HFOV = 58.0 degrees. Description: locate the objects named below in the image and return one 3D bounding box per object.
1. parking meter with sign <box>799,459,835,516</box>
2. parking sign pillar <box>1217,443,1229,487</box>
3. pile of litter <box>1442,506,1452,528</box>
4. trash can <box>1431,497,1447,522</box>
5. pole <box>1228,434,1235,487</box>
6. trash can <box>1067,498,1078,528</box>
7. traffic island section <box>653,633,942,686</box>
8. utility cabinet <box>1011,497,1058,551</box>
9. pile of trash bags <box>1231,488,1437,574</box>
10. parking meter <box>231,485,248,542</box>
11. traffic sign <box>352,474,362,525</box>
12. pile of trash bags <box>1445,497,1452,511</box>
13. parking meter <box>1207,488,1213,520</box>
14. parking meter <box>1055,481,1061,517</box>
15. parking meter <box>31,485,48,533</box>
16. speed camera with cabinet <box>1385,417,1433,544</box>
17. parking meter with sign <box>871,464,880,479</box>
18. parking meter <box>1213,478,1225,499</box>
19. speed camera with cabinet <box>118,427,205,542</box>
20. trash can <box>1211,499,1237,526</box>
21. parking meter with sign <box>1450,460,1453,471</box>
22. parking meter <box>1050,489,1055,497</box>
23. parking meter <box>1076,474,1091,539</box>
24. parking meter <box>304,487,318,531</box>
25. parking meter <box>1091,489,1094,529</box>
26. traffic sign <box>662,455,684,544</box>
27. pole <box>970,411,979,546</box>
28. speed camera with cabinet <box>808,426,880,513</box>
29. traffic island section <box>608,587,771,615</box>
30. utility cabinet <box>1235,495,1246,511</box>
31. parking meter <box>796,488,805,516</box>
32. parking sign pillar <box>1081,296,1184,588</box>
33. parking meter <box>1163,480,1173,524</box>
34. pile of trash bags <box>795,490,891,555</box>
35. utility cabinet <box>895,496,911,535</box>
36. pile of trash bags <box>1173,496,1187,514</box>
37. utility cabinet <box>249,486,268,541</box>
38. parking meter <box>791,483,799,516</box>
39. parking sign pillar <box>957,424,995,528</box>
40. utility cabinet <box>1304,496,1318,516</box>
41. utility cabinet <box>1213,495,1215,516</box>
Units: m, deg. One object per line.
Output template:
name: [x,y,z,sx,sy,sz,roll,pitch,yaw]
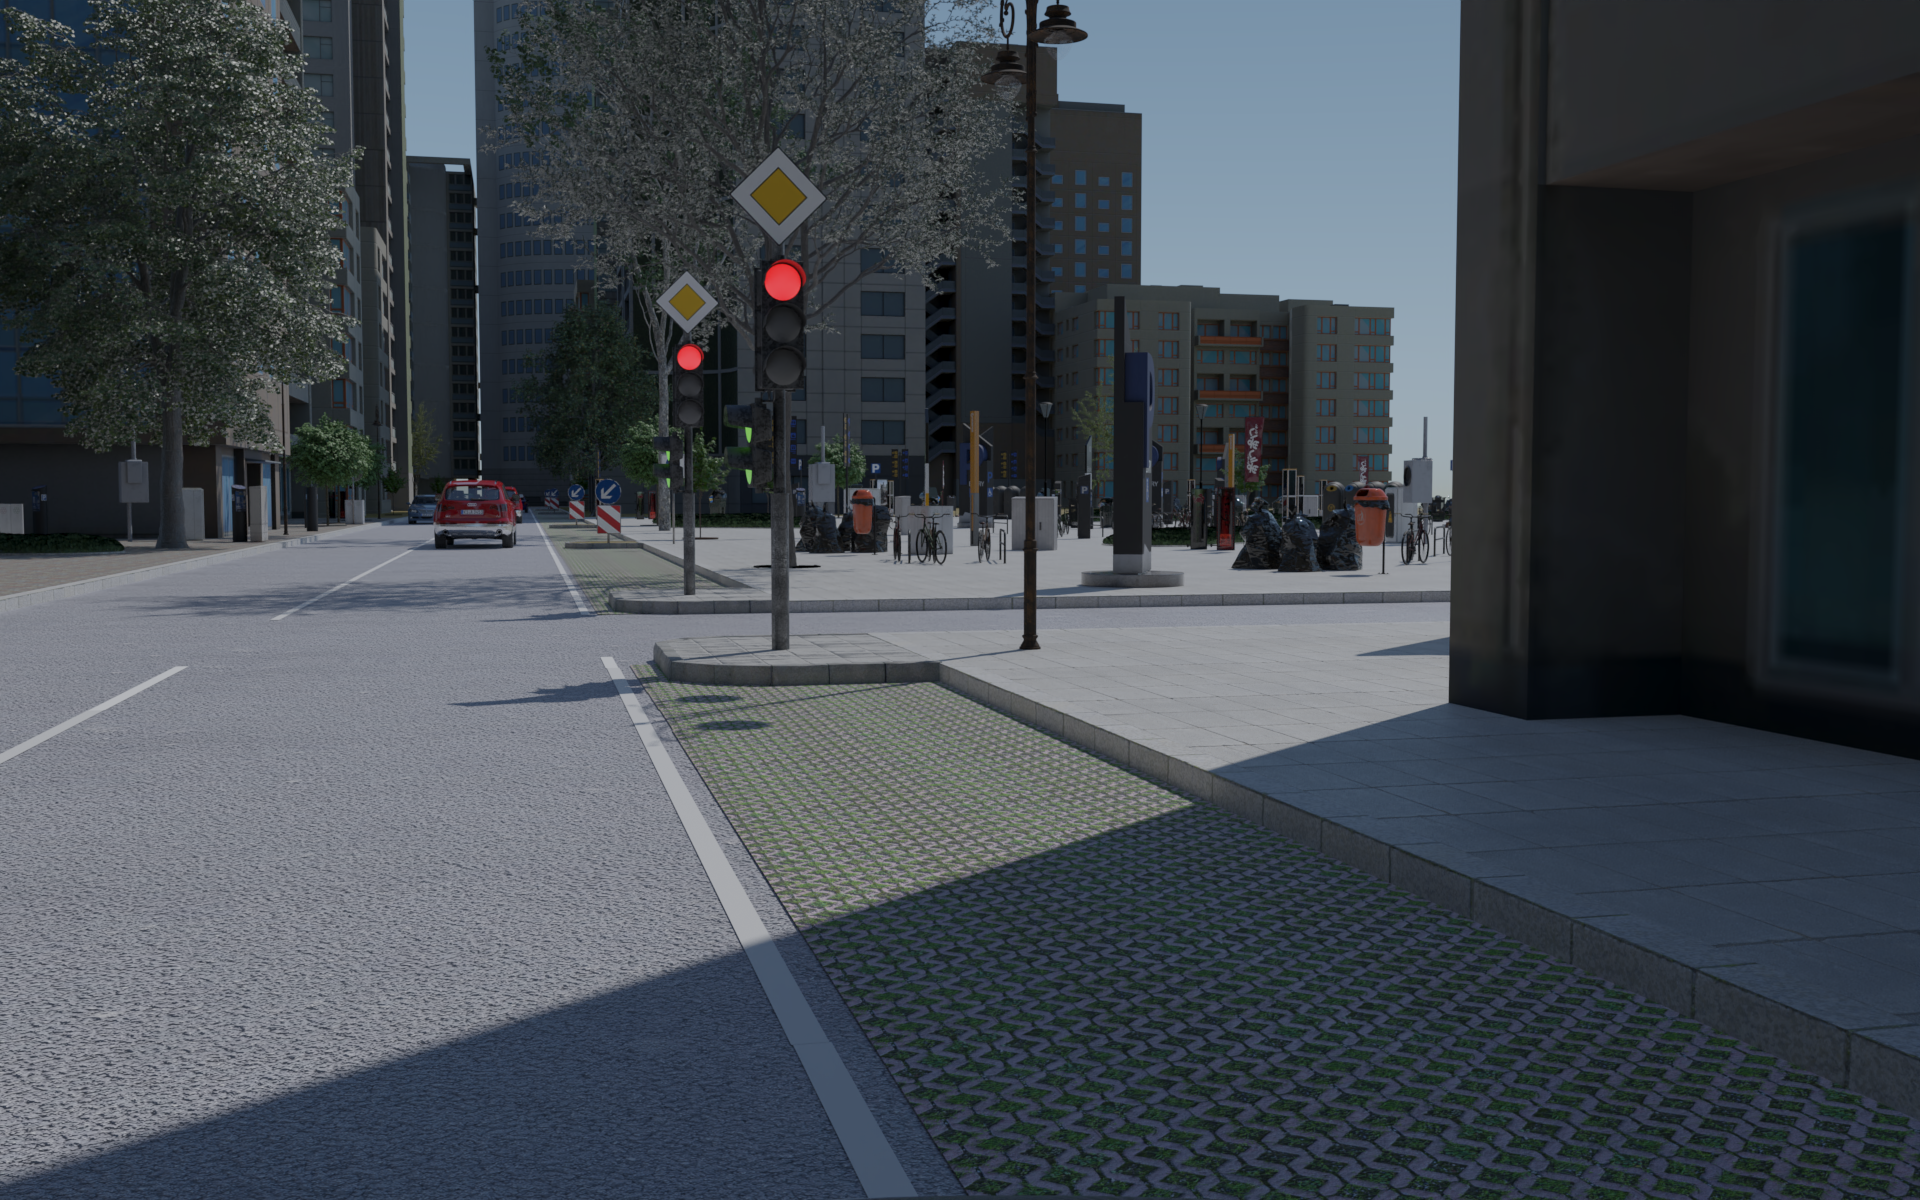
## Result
parking meter with sign: [-7.163,-5.533,86.727,1.738,3.016,0.543,-1,4,-22]
parking sign pillar: [13.714,-6.236,90.437,1.447,3.967,1.447,1,4,17]
pile of litter: [18.811,-3.155,65.553,1.176,0.858,1.719,-1,4,-23]
trash can: [22.058,-4.174,79.897,0.748,1.137,0.748,0,3,0]
pole: [9.215,-3.976,58.846,0.158,3.312,0.155,0,3,0]
trash can: [4.408,-3.296,65.539,0.748,1.137,0.748,0,3,0]
traffic island section: [-1.459,0.488,14.310,2.009,0.180,2.903,-1,4,-14]
utility cabinet: [1.698,-1.738,39.580,1.020,1.237,0.306,1,4,21]
pile of trash bags: [6.049,-1.174,28.952,1.912,1.369,3.447,-1,4,-22]
parking meter: [-19.272,-2.319,46.321,0.372,1.533,0.369,0,3,0]
traffic sign: [-25.444,-4.434,72.605,0.768,2.556,0.104,-1,4,-9]
pile of trash bags: [25.375,-5.149,93.936,3.447,1.369,1.912,3,4,36]
parking meter: [13.739,-5.353,95.934,0.372,1.533,0.369,0,3,0]
parking meter: [4.400,-4.408,77.777,0.255,1.863,0.399,1,4,10]
parking meter: [-25.084,-2.374,47.222,0.372,1.533,0.369,0,3,0]
speed camera with cabinet: [11.647,-3.099,45.005,0.660,3.252,2.038,0,4,-5]
parking meter with sign: [-4.678,-6.240,98.277,0.543,3.016,1.738,-1,4,-10]
parking meter: [9.433,-3.500,62.935,0.255,1.863,0.399,-1,4,-16]
speed camera with cabinet: [-21.811,-3.239,47.287,2.038,3.252,0.660,-2,4,-32]
trash can: [7.710,-2.382,50.604,0.748,1.137,0.748,0,3,0]
parking meter with sign: [25.636,-5.675,89.043,0.543,3.016,1.738,2,4,27]
parking meter: [4.804,-4.944,89.241,0.372,1.533,0.369,0,3,0]
parking meter: [3.544,-2.692,49.729,0.399,1.863,0.255,0,4,-2]
parking meter: [-24.523,-3.479,65.287,0.372,1.533,0.369,0,3,0]
parking meter: [4.684,-3.352,63.212,0.372,1.533,0.369,0,3,0]
traffic sign: [-7.326,-2.577,44.261,0.606,2.300,0.079,-1,4,-8]
pole: [0.358,-2.983,42.610,0.158,3.312,0.155,0,3,0]
speed camera with cabinet: [-3.385,-3.451,50.764,2.038,3.252,0.660,-1,4,-18]
traffic island section: [-3.418,0.014,22.052,2.009,0.180,2.903,-1,4,-14]
utility cabinet: [16.222,-5.486,100.862,0.306,1.237,1.020,-2,4,-33]
parking meter: [-6.424,-3.759,69.876,0.372,1.533,0.369,0,3,0]
parking sign pillar: [2.430,-2.190,24.278,1.447,3.967,1.447,1,4,12]
parking meter: [8.784,-4.124,73.131,0.399,1.863,0.255,2,4,32]
pile of trash bags: [-2.430,-1.713,37.752,1.912,1.369,3.447,-1,4,-17]
utility cabinet: [-1.805,-2.636,54.263,0.306,1.237,1.020,-1,4,-14]
pile of trash bags: [12.948,-5.466,99.113,1.912,1.369,3.447,2,4,24]
utility cabinet: [-18.940,-2.328,46.747,0.318,1.500,1.173,-1,4,-15]
parking meter: [-8.457,-5.080,88.775,0.399,1.863,0.255,0,4,6]
parking sign pillar: [0.657,-4.918,68.884,1.447,3.967,1.447,-2,4,-28]
utility cabinet: [14.505,-3.767,72.744,1.020,1.237,0.306,1,4,18]
utility cabinet: [12.983,-4.722,88.368,1.020,1.237,0.306,0,4,5]
